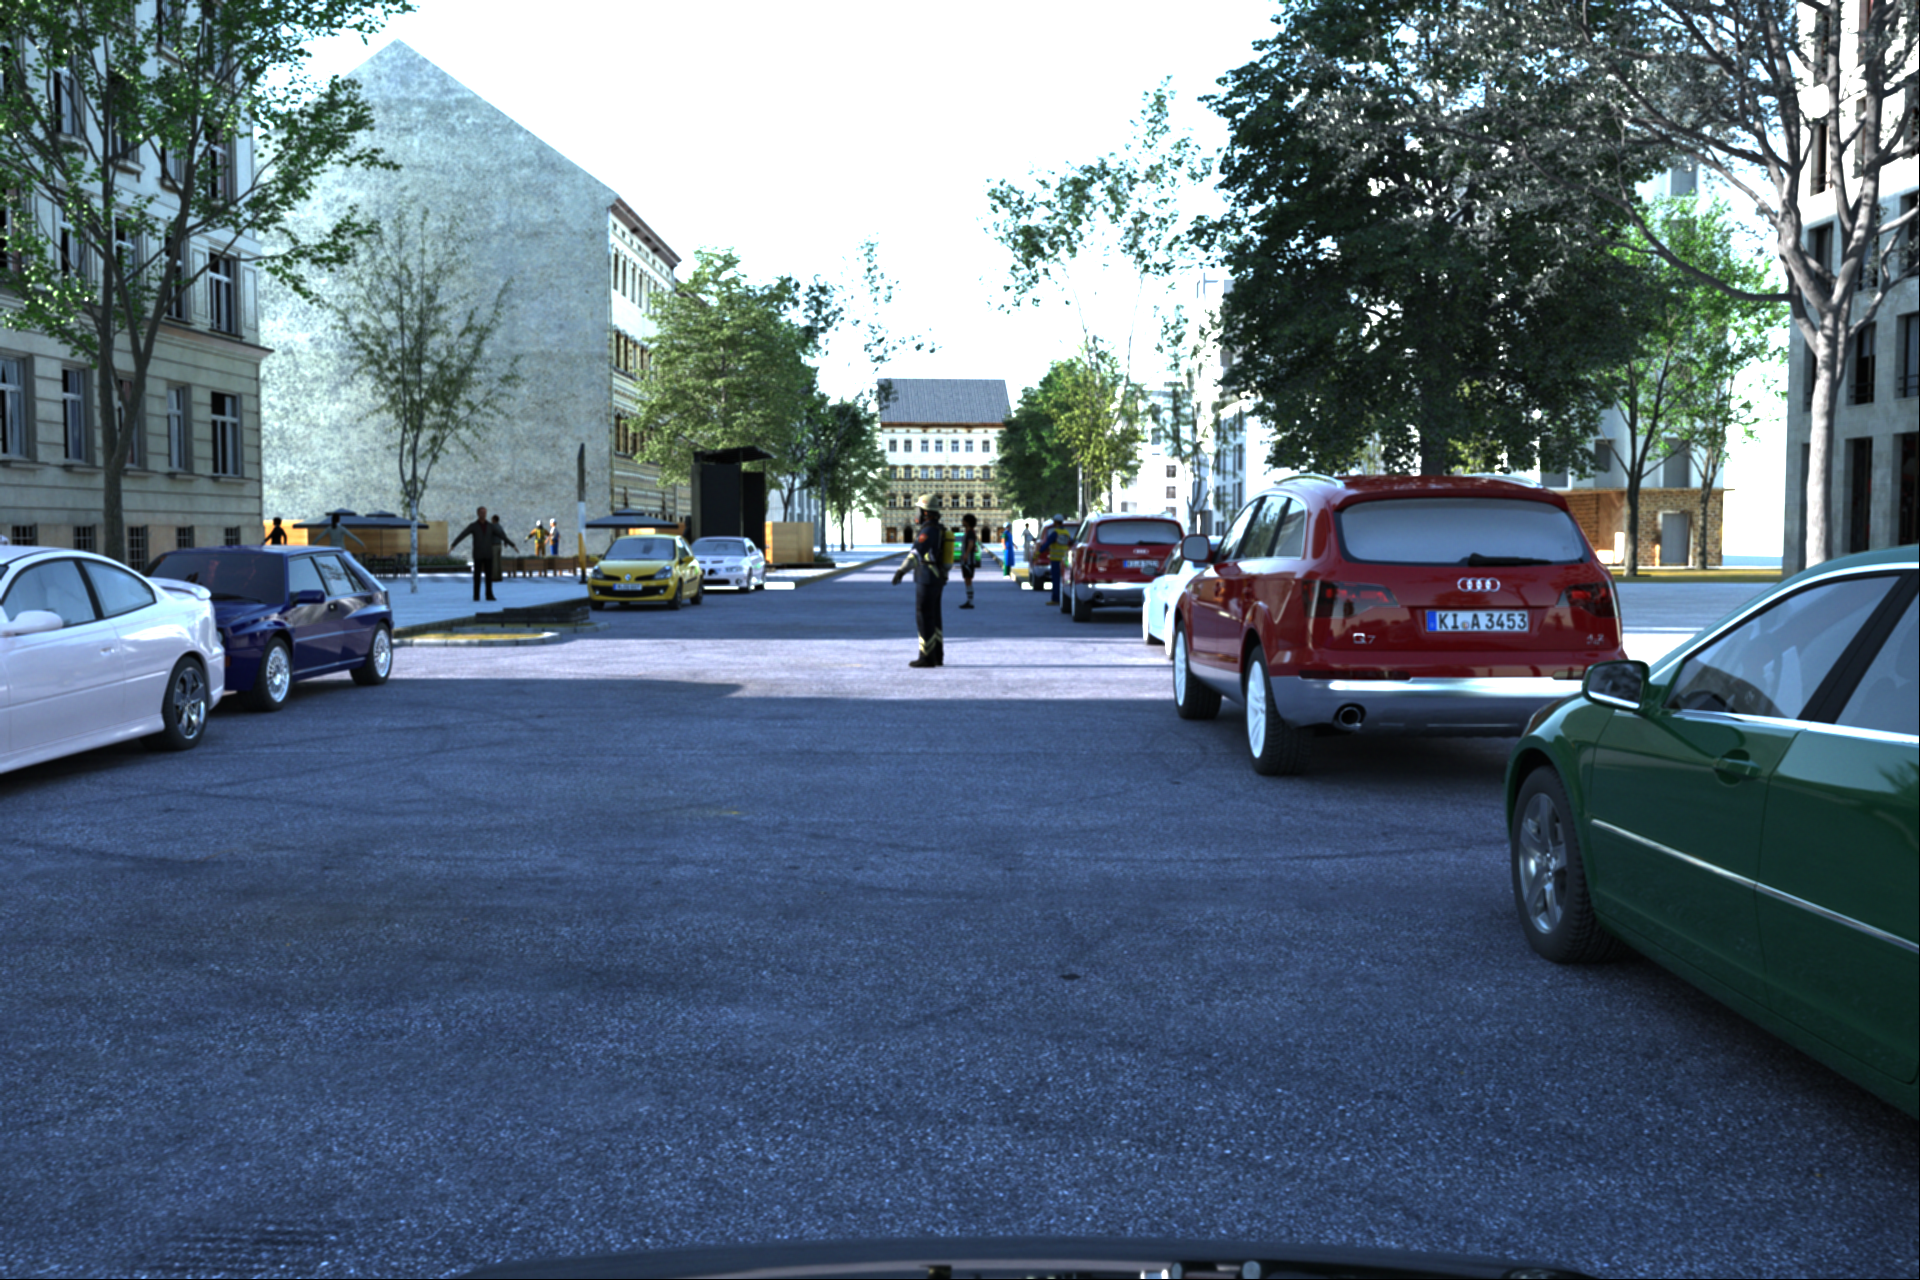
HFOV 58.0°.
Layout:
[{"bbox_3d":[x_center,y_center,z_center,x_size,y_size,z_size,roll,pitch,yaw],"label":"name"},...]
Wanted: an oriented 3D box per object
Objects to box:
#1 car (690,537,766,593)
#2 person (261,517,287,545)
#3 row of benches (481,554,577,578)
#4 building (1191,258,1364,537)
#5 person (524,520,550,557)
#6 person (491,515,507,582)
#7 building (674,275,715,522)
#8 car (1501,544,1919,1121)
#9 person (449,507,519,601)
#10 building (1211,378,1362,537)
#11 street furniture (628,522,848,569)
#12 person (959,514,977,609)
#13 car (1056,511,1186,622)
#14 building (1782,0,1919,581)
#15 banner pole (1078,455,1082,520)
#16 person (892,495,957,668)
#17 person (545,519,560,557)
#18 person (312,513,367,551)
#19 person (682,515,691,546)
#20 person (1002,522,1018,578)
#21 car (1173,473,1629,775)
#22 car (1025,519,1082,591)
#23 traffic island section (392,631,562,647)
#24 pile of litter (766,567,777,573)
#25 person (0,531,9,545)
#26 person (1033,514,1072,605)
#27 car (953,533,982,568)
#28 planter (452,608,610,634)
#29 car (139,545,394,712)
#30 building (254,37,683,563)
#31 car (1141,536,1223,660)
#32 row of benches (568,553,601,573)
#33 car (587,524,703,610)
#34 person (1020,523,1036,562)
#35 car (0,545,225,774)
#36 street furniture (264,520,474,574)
[{"bbox_3d":[-5.970,-1.894,43.330,2.083,1.381,4.827,0,4,1],"label":"car"},{"bbox_3d":[-18.716,-2.481,47.282,0.721,1.740,1.216,1,4,10],"label":"person"},{"bbox_3d":[-12.961,-2.215,51.680,1.422,0.672,4.104,2,4,25],"label":"row of benches"},{"bbox_3d":[22.053,-16.471,125.728,16.016,20.090,11.380,0,4,0],"label":"building"},{"bbox_3d":[-17.485,-4.062,72.183,1.354,1.858,0.705,0,4,-8],"label":"person"},{"bbox_3d":[-12.523,-2.471,46.670,0.705,1.796,1.348,1,4,16],"label":"person"},{"bbox_3d":[-26.251,-16.881,106.935,19.493,23.208,18.063,0,4,1],"label":"building"},{"bbox_3d":[2.872,0.451,4.418,2.131,1.459,4.920,0,4,0],"label":"car"},{"bbox_3d":[-9.185,-1.662,33.356,1.348,1.807,0.705,-2,4,-30],"label":"person"},{"bbox_3d":[20.739,-9.534,98.020,9.099,9.664,28.070,0,3,0],"label":"building"},{"bbox_3d":[-8.423,-3.616,65.984,9.812,1.723,11.010,-3,5,-41],"label":"street furniture"},{"bbox_3d":[0.136,-1.516,33.390,0.704,1.843,1.345,0,4,-2],"label":"person"},{"bbox_3d":[2.837,-1.291,29.776,2.281,1.827,5.304,0,4,0],"label":"car"},{"bbox_3d":[24.953,-10.936,32.688,10.420,20.400,16.860,0,4,0],"label":"building"},{"bbox_3d":[3.797,-3.958,54.725,0.401,3.779,0.863,0,4,-1],"label":"banner pole"},{"bbox_3d":[-0.357,-0.640,18.701,0.705,1.856,1.354,1,4,22],"label":"person"},{"bbox_3d":[-15.297,-3.630,65.203,0.705,1.847,1.347,0,4,6],"label":"person"},{"bbox_3d":[-13.418,-1.868,37.378,1.217,1.735,0.721,0,4,-2],"label":"person"},{"bbox_3d":[-7.762,-2.647,49.404,0.705,1.813,1.348,1,4,13],"label":"person"},{"bbox_3d":[1.599,-2.936,56.583,0.704,1.817,1.347,1,4,19],"label":"person"},{"bbox_3d":[2.735,-0.193,11.835,2.281,1.827,5.304,0,4,-1],"label":"car"},{"bbox_3d":[2.860,-2.245,45.373,2.281,1.827,5.304,0,4,1],"label":"car"},{"bbox_3d":[-6.388,-0.006,22.959,1.991,0.108,1.994,0,4,1],"label":"traffic island section"},{"bbox_3d":[-6.711,-2.690,57.941,1.176,0.858,1.719,0,4,-1],"label":"pile of litter"},{"bbox_3d":[-19.319,-1.556,34.670,0.799,1.438,0.628,2,4,26],"label":"person"},{"bbox_3d":[1.965,-1.626,35.009,0.705,1.833,1.349,3,5,40],"label":"person"},{"bbox_3d":[-0.017,-4.024,74.586,1.959,1.807,4.718,0,4,-1],"label":"car"},{"bbox_3d":[-6.297,-0.284,25.781,1.991,0.319,1.994,0,4,0],"label":"planter"},{"bbox_3d":[-6.348,-0.159,15.179,1.945,1.354,3.894,0,4,0],"label":"car"},{"bbox_3d":[-24.908,-15.618,86.279,19.493,23.208,18.063,0,4,0],"label":"building"},{"bbox_3d":[3.238,-0.546,20.923,2.014,1.417,4.499,0,4,1],"label":"car"},{"bbox_3d":[-11.036,-2.566,57.418,4.104,0.672,1.422,-2,4,-24],"label":"row of benches"},{"bbox_3d":[-6.116,-1.446,33.867,2.015,1.641,3.980,0,4,0],"label":"car"},{"bbox_3d":[3.085,-4.445,78.869,0.705,1.806,1.347,3,4,37],"label":"person"},{"bbox_3d":[-6.019,0.135,10.150,2.083,1.381,4.827,0,4,0],"label":"car"},{"bbox_3d":[-21.109,-3.065,56.967,11.010,1.723,9.812,3,5,42],"label":"street furniture"}]
